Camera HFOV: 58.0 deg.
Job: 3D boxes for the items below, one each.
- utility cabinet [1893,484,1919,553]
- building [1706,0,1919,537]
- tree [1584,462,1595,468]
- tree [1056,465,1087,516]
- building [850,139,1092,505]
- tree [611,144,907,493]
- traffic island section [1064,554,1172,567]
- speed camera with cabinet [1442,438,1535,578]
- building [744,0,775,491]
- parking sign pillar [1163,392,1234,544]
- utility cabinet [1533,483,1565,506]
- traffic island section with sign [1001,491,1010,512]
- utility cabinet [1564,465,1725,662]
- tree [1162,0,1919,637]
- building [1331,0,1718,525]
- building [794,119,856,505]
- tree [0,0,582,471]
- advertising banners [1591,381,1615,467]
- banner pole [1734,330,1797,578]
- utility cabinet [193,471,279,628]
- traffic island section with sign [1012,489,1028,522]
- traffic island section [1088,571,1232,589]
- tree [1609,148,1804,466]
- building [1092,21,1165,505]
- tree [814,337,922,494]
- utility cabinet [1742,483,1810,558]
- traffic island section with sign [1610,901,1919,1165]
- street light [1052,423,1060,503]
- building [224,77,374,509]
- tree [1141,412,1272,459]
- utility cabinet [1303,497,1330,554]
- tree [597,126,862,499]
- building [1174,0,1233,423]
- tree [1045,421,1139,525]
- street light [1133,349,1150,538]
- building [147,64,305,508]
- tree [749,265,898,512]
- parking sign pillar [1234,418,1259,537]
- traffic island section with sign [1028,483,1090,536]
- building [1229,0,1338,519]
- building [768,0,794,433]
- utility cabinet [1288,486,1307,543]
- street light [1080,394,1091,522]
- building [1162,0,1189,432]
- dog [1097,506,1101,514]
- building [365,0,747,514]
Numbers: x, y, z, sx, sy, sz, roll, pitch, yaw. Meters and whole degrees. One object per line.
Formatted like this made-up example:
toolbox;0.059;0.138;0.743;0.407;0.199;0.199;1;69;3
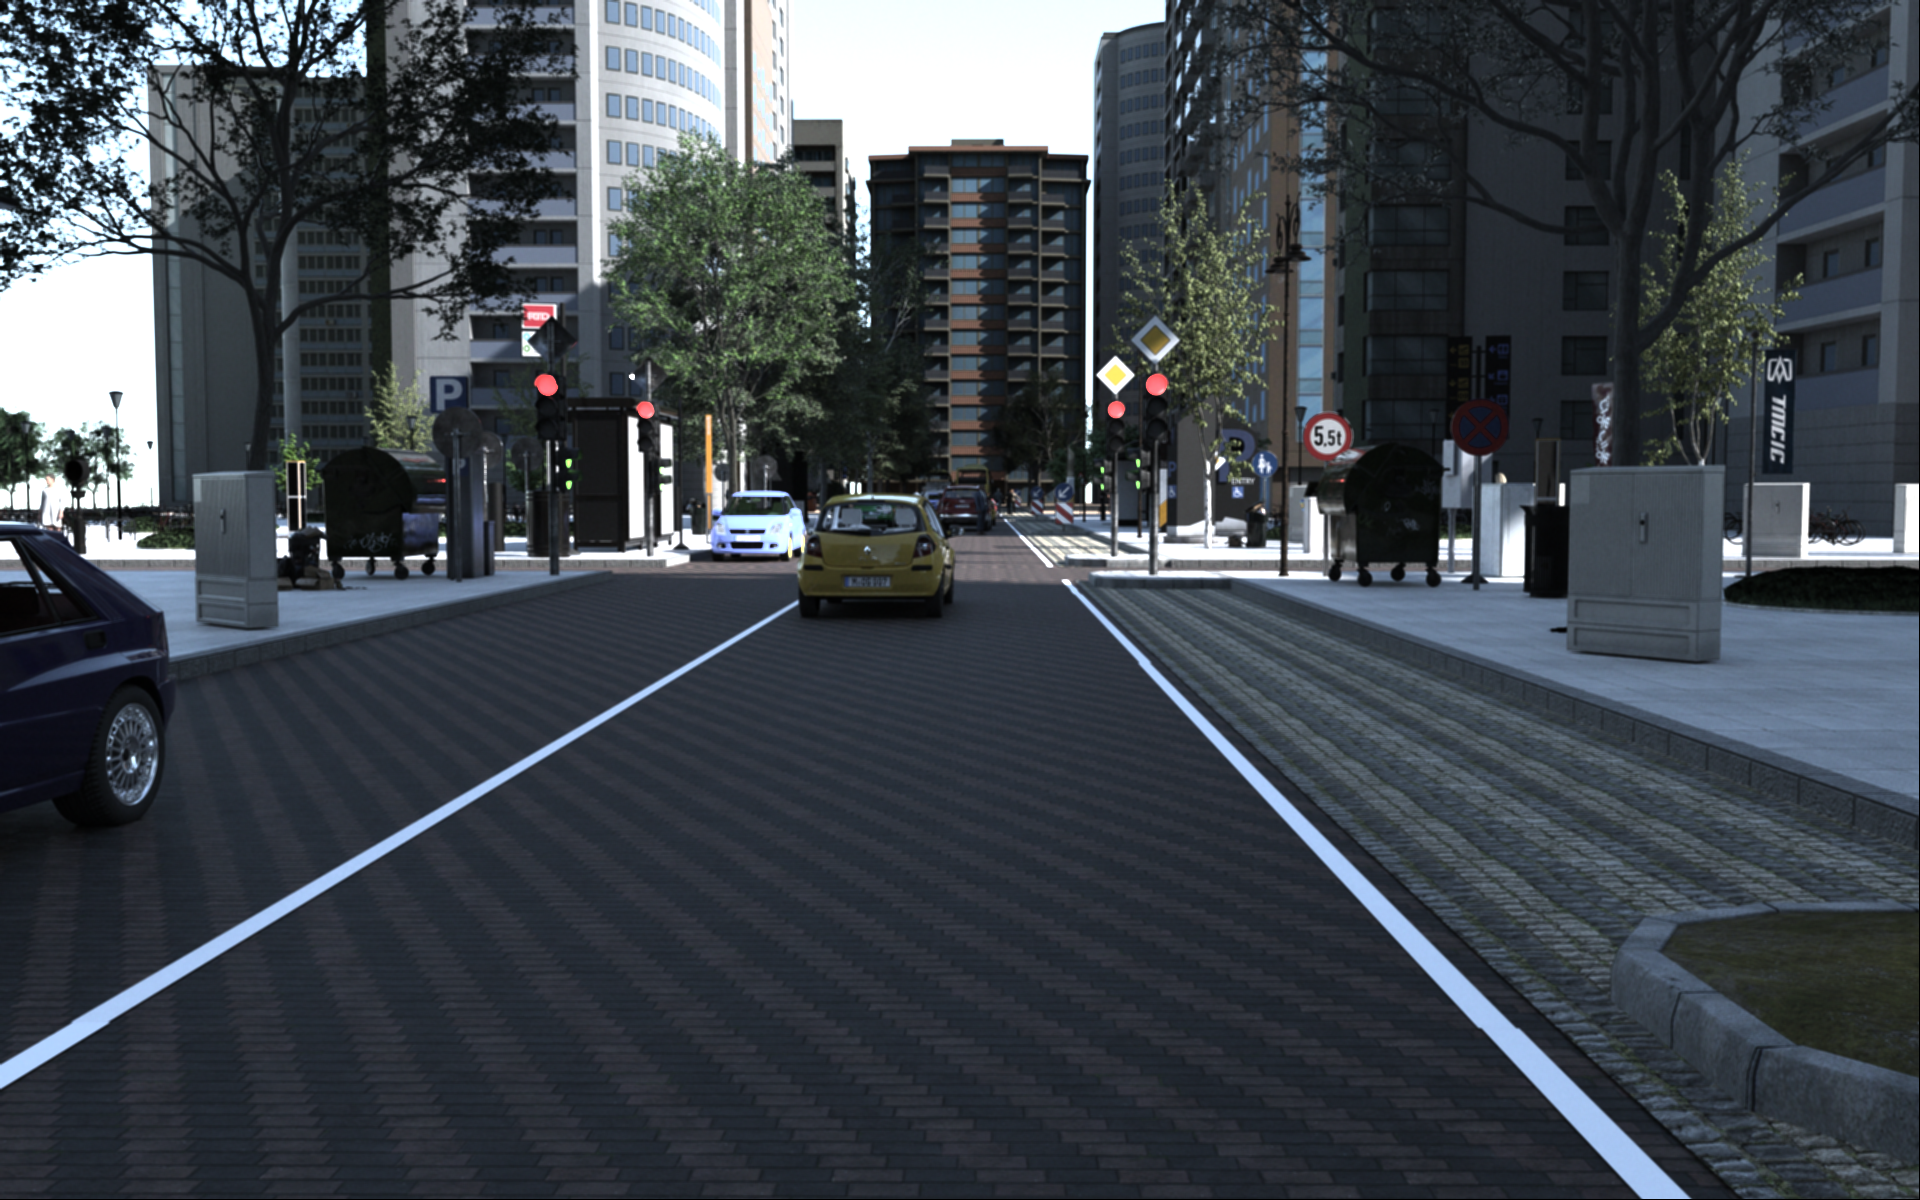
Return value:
utility cabinet;20.781;-1.761;37.472;1.173;1.500;0.318;-1;4;-20
building;41.659;-31.307;53.876;28.212;58.520;21.231;0;4;1
tree;20.791;-3.733;55.632;1.663;3.219;1.824;0;3;0
tree;6.244;-6.431;99.744;1.663;3.219;1.824;0;3;0
building;1.469;-34.351;216.259;28.867;44.769;22.147;0;4;1
tree;-7.459;-9.521;62.321;9.857;13.997;8.962;0;3;0
traffic island section;3.175;-0.801;35.375;2.009;0.180;2.903;0;4;1
speed camera with cabinet;8.330;-2.018;27.331;0.660;3.252;2.038;-1;4;-10
building;-23.358;-30.306;145.610;14.600;45.320;14.200;0;4;1
parking sign pillar;6.008;-3.455;44.959;1.447;3.967;1.447;-2;4;-32
utility cabinet;12.186;-1.697;36.426;1.173;1.500;0.318;-2;4;-32
traffic island section with sign;4.368;-7.866;137.240;1.989;1.847;2.006;0;4;1
utility cabinet;5.343;-0.299;13.562;0.318;1.500;1.173;-2;4;-33
tree;6.155;-6.428;15.463;12.009;13.543;11.850;0;3;0
building;23.151;-18.505;74.256;14.160;30.474;14.107;0;4;1
building;-24.064;-36.114;214.161;21.600;48.544;21.300;0;4;1
tree;-7.812;-5.211;19.607;7.601;10.594;8.767;0;4;-1
advertising banners;10.313;-1.850;26.439;0.090;3.025;2.074;-1;4;-19
banner pole;12.325;-2.228;26.444;0.863;3.779;0.401;0;4;3
utility cabinet;-7.014;-0.492;16.726;1.173;1.500;0.318;3;5;44
traffic island section with sign;3.813;-4.898;88.711;1.989;1.847;2.006;0;4;1
traffic island section;3.081;-0.312;27.390;2.009;0.180;2.903;0;4;1
tree;16.245;-5.356;37.931;4.737;8.622;4.395;0;3;0
building;31.031;-41.089;213.796;28.212;58.520;21.231;0;4;1
tree;-5.713;-10.098;99.507;7.601;10.594;8.767;-1;4;-16
utility cabinet;16.350;-1.594;34.743;0.318;1.500;1.173;-3;5;-41
traffic island section with sign;2.818;0.260;4.385;1.989;1.847;2.006;0;4;1
street light;6.073;-8.371;109.655;0.468;5.910;1.993;0;4;1
building;-49.275;-28.602;159.526;23.993;40.220;32.217;0;4;1
tree;9.886;-4.969;64.959;4.285;4.588;4.351;0;3;0
utility cabinet;7.952;-1.609;37.465;1.020;1.237;0.306;-1;4;-15
tree;-6.784;-7.622;50.378;9.928;11.665;9.643;0;3;0
building;29.177;-31.705;137.988;23.786;49.044;30.456;0;4;1
tree;6.774;-5.479;73.295;4.285;4.588;4.351;0;3;0
street light;5.245;-4.747;50.400;0.468;5.910;1.993;0;4;1
building;-68.506;-29.659;168.512;14.086;41.232;14.154;0;4;1
tree;-6.573;-9.963;81.023;7.486;12.596;7.792;0;3;0
parking sign pillar;8.304;-3.885;51.991;1.447;3.967;1.447;0;4;-1
traffic island section with sign;3.475;-3.157;60.248;1.989;1.847;2.006;0;4;1
building;22.976;-27.267;95.919;14.600;45.320;14.200;0;4;1
building;-26.865;-44.378;163.837;20.611;71.187;20.563;0;4;1
utility cabinet;8.942;-2.206;44.743;0.318;1.500;1.173;-2;4;-24
street light;5.748;-6.557;79.993;0.468;5.910;1.993;0;4;1
building;28.354;-44.360;163.533;20.563;71.187;20.611;0;4;1
dog;8.826;-5.672;109.570;0.406;0.507;0.540;-1;4;-22
building;-27.769;-35.590;123.891;21.231;58.520;28.212;0;4;1
